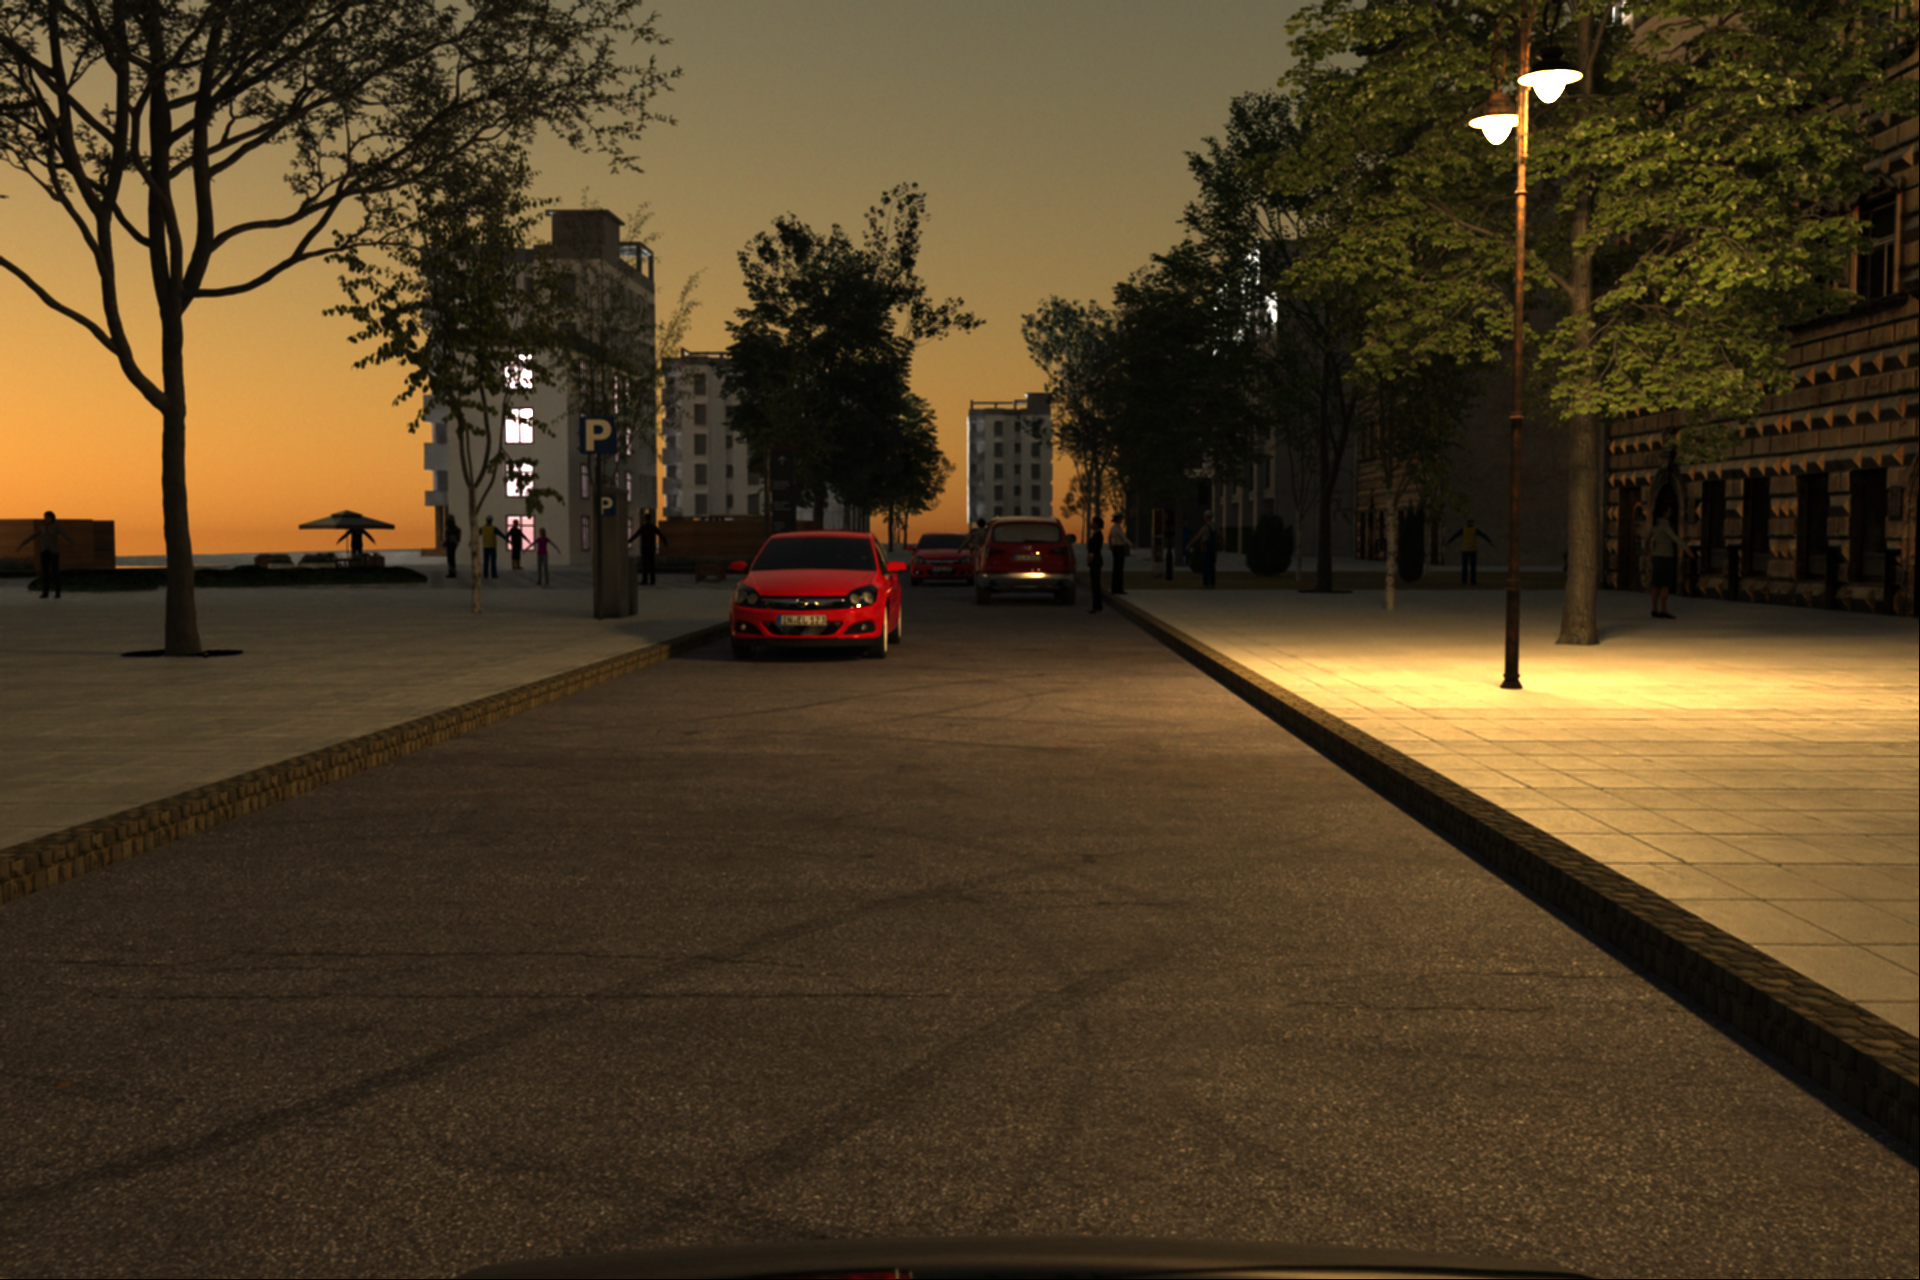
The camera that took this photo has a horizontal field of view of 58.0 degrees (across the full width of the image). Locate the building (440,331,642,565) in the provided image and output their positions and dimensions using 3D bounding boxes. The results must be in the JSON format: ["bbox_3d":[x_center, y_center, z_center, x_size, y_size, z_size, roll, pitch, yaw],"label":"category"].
[{"bbox_3d":[-20.258,-8.783,85.748,9.099,9.664,28.070,0,4,2],"label":"building"}]

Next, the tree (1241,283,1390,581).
[{"bbox_3d":[9.277,-5.953,47.689,4.360,8.622,3.978,0,3,0],"label":"tree"}]

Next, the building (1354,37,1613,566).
[{"bbox_3d":[29.011,-15.114,78.047,19.493,23.208,18.063,0,4,2],"label":"building"}]

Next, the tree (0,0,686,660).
[{"bbox_3d":[-8.297,-6.569,17.775,12.009,13.543,11.850,0,3,0],"label":"tree"}]

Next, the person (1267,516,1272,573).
[{"bbox_3d":[10.118,-3.105,56.527,0.705,1.858,1.354,-1,4,-10],"label":"person"}]

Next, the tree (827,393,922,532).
[{"bbox_3d":[-5.955,-10.801,111.009,8.767,10.594,7.601,2,4,34],"label":"tree"}]

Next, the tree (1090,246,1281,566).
[{"bbox_3d":[8.874,-9.181,68.233,7.486,12.596,7.792,0,3,0],"label":"tree"}]

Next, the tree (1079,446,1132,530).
[{"bbox_3d":[10.140,-9.678,108.592,4.360,8.622,3.978,0,3,0],"label":"tree"}]

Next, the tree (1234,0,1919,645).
[{"bbox_3d":[7.146,-6.246,20.255,7.486,12.596,7.792,0,3,0],"label":"tree"}]

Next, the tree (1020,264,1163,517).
[{"bbox_3d":[10.909,-16.249,121.559,12.611,20.169,13.585,0,3,0],"label":"tree"}]

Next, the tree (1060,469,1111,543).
[{"bbox_3d":[17.084,-18.479,236.547,7.601,10.594,8.767,0,4,6],"label":"tree"}]

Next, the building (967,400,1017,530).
[{"bbox_3d":[1.348,-23.056,235.842,11.380,20.090,16.016,0,4,-1],"label":"building"}]

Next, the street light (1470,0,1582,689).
[{"bbox_3d":[4.589,-2.535,14.236,0.468,5.910,1.993,0,4,2],"label":"street light"}]

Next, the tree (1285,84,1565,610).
[{"bbox_3d":[7.424,-4.799,28.827,4.737,8.622,4.395,0,3,0],"label":"tree"}]

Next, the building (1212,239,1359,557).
[{"bbox_3d":[26.599,-15.046,112.454,16.747,18.905,31.486,0,4,2],"label":"building"}]

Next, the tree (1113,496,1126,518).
[{"bbox_3d":[23.072,-17.547,237.262,4.737,8.622,4.395,0,3,0],"label":"tree"}]

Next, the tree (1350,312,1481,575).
[{"bbox_3d":[14.304,-6.313,53.586,4.737,8.622,4.395,0,3,0],"label":"tree"}]

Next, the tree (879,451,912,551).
[{"bbox_3d":[-5.147,-11.174,133.059,4.737,8.622,4.395,0,3,0],"label":"tree"}]

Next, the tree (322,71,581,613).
[{"bbox_3d":[-7.885,-4.731,27.721,4.737,8.622,4.395,0,3,0],"label":"tree"}]

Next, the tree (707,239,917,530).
[{"bbox_3d":[-6.355,-10.405,76.773,9.857,13.997,8.962,0,3,0],"label":"tree"}]

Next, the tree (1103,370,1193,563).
[{"bbox_3d":[8.480,-7.662,75.633,4.360,8.622,3.978,0,3,0],"label":"tree"}]

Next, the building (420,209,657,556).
[{"bbox_3d":[-25.397,-15.049,102.469,16.016,20.090,11.380,0,4,1],"label":"building"}]

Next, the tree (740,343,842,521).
[{"bbox_3d":[-6.753,-7.180,67.755,4.737,8.622,4.395,0,3,0],"label":"tree"}]

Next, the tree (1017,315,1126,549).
[{"bbox_3d":[11.170,-17.714,145.519,12.611,20.169,13.585,0,3,0],"label":"tree"}]

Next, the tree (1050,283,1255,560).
[{"bbox_3d":[9.477,-10.659,84.646,12.009,13.543,11.850,0,3,0],"label":"tree"}]

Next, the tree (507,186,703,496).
[{"bbox_3d":[-8.106,-5.338,37.633,4.360,8.622,3.978,0,3,0],"label":"tree"}]

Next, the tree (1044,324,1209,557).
[{"bbox_3d":[9.666,-11.533,98.934,12.009,13.543,11.850,0,3,0],"label":"tree"}]

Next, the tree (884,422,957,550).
[{"bbox_3d":[-4.512,-12.610,140.589,8.767,10.594,7.601,0,4,-2],"label":"tree"}]

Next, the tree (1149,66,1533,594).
[{"bbox_3d":[8.145,-6.842,37.616,9.928,11.665,9.643,0,3,0],"label":"tree"}]

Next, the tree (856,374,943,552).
[{"bbox_3d":[-4.674,-12.507,122.624,7.486,12.596,7.792,0,3,0],"label":"tree"}]

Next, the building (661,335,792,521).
[{"bbox_3d":[-22.301,-18.908,165.560,16.016,20.090,11.380,0,4,2],"label":"building"}]

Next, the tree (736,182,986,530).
[{"bbox_3d":[-4.683,-14.458,92.283,12.611,20.169,13.585,0,3,0],"label":"tree"}]

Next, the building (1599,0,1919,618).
[{"bbox_3d":[23.923,-12.193,30.293,19.493,23.208,18.063,0,4,1],"label":"building"}]

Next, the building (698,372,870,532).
[{"bbox_3d":[-20.049,-20.682,204.613,16.747,18.905,31.486,0,4,1],"label":"building"}]

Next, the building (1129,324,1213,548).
[{"bbox_3d":[30.695,-20.183,173.967,27.936,21.610,32.646,0,4,2],"label":"building"}]

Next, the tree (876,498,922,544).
[{"bbox_3d":[-8.491,-18.927,235.217,9.928,11.665,9.643,0,3,0],"label":"tree"}]
